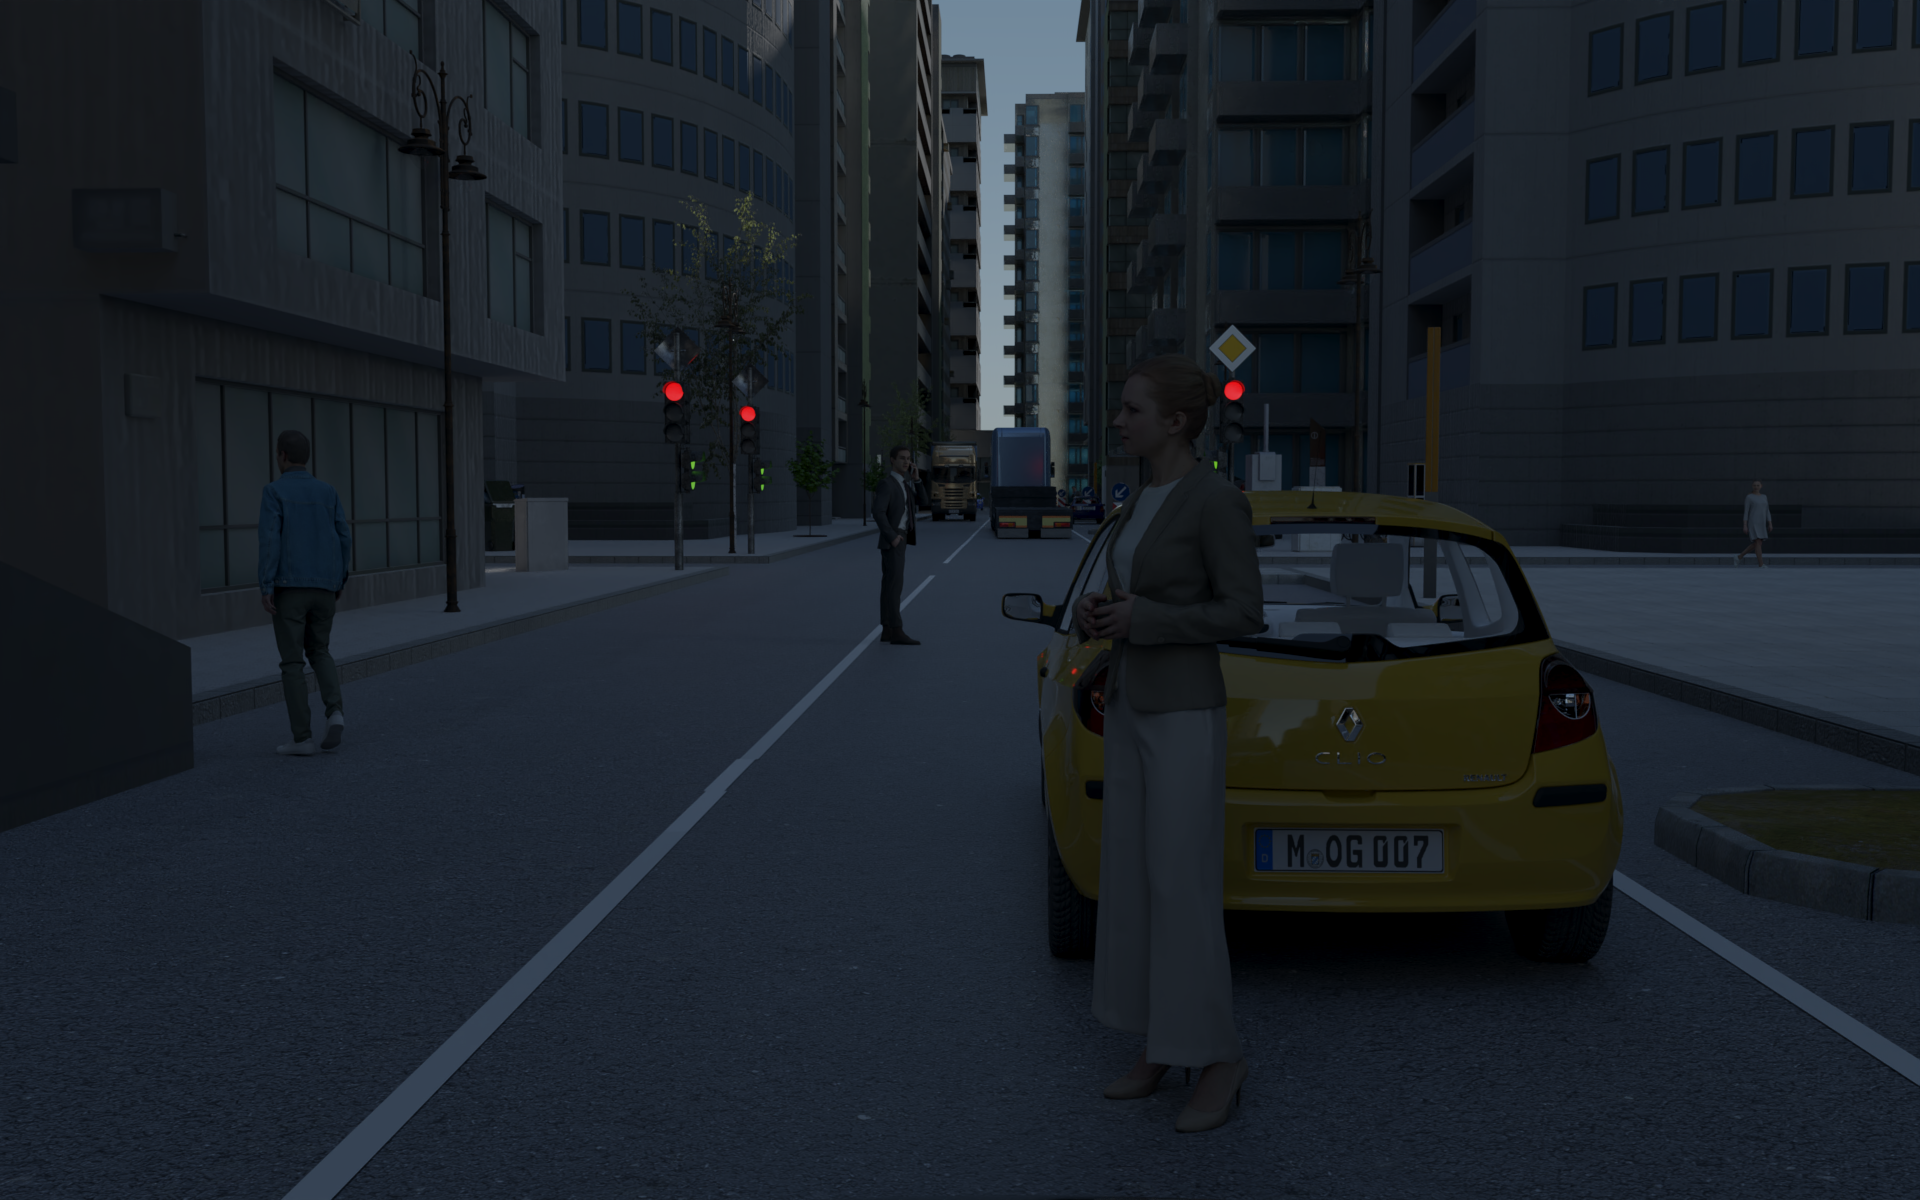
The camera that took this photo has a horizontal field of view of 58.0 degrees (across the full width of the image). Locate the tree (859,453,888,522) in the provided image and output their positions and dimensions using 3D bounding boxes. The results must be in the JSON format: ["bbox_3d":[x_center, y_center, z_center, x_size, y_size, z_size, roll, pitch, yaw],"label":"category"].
[{"bbox_3d":[-3.777,-5.269,80.744,1.663,3.219,1.824,0,3,0],"label":"tree"}]

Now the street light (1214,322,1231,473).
[{"bbox_3d":[7.122,-4.512,46.561,0.468,5.910,1.993,0,4,2],"label":"street light"}]

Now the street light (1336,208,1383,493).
[{"bbox_3d":[6.510,-3.400,28.379,0.468,5.910,1.993,0,4,2],"label":"street light"}]

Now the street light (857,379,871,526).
[{"bbox_3d":[-3.835,-5.918,69.544,0.468,5.910,1.993,0,4,2],"label":"street light"}]

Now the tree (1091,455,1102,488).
[{"bbox_3d":[10.429,-8.069,115.640,4.285,4.588,4.351,0,3,0],"label":"tree"}]

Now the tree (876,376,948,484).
[{"bbox_3d":[-3.333,-9.681,108.649,4.737,8.622,4.395,0,3,0],"label":"tree"}]

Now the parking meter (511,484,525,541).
[{"bbox_3d":[-11.073,-2.136,43.327,0.372,1.533,0.369,0,3,0],"label":"parking meter"}]

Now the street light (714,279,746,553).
[{"bbox_3d":[-4.933,-3.947,37.322,0.468,5.910,1.993,0,4,2],"label":"street light"}]

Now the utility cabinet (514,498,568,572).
[{"bbox_3d":[-7.009,-1.092,29.009,0.306,1.237,1.020,2,4,28],"label":"utility cabinet"}]

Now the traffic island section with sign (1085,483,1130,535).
[{"bbox_3d":[5.577,-3.251,61.783,1.989,1.847,2.006,0,4,2],"label":"traffic island section with sign"}]

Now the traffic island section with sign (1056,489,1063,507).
[{"bbox_3d":[8.916,-9.676,166.829,1.989,1.847,2.006,0,4,2],"label":"traffic island section with sign"}]

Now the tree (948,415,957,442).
[{"bbox_3d":[-1.814,-12.333,152.012,4.737,8.622,4.395,0,3,0],"label":"tree"}]

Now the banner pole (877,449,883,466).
[{"bbox_3d":[-4.441,-6.518,96.584,0.401,3.779,0.863,-2,4,-28],"label":"banner pole"}]

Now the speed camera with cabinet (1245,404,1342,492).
[{"bbox_3d":[7.379,-2.691,38.326,2.038,3.252,0.660,0,4,-7],"label":"speed camera with cabinet"}]

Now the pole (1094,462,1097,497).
[{"bbox_3d":[8.707,-7.189,111.383,0.158,3.312,0.155,0,3,0],"label":"pole"}]

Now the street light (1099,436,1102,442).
[{"bbox_3d":[9.177,-8.482,111.473,0.468,5.910,1.993,0,4,2],"label":"street light"}]

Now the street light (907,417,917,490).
[{"bbox_3d":[-2.835,-7.913,102.167,0.468,5.910,1.993,0,4,2],"label":"street light"}]

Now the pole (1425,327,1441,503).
[{"bbox_3d":[5.805,-1.680,21.311,0.158,3.312,0.155,0,3,0],"label":"pole"}]

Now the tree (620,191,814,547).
[{"bbox_3d":[-5.696,-5.571,41.446,4.360,8.622,3.978,0,3,0],"label":"tree"}]

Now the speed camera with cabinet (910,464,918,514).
[{"bbox_3d":[-3.536,-7.196,111.992,2.038,3.252,0.660,-1,4,-14],"label":"speed camera with cabinet"}]

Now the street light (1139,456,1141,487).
[{"bbox_3d":[8.205,-6.487,78.845,0.468,5.910,1.993,0,4,2],"label":"street light"}]

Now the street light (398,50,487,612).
[{"bbox_3d":[-5.525,-2.806,18.668,0.468,5.910,1.993,0,4,2],"label":"street light"}]

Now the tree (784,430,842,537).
[{"bbox_3d":[-4.364,-3.504,51.886,1.663,3.219,1.824,0,3,0],"label":"tree"}]

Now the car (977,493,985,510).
[{"bbox_3d":[1.209,-8.768,152.941,1.945,1.707,3.694,0,4,1],"label":"car"}]

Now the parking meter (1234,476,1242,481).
[{"bbox_3d":[9.009,-3.117,56.675,0.255,1.863,0.399,3,5,45],"label":"parking meter"}]

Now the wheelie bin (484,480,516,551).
[{"bbox_3d":[-10.442,-1.898,38.937,0.693,1.594,0.980,3,5,44],"label":"wheelie bin"}]

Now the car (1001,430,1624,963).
[{"bbox_3d":[1.161,0.212,6.751,2.015,1.641,3.980,0,4,2],"label":"car"}]

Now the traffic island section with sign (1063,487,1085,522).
[{"bbox_3d":[6.435,-4.899,88.725,1.989,1.847,2.006,0,4,2],"label":"traffic island section with sign"}]

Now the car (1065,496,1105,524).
[{"bbox_3d":[6.032,-4.321,83.232,1.945,1.354,3.894,0,4,1],"label":"car"}]

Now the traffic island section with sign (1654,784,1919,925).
[{"bbox_3d":[3.818,0.126,6.568,1.989,1.847,2.006,0,4,2],"label":"traffic island section with sign"}]
